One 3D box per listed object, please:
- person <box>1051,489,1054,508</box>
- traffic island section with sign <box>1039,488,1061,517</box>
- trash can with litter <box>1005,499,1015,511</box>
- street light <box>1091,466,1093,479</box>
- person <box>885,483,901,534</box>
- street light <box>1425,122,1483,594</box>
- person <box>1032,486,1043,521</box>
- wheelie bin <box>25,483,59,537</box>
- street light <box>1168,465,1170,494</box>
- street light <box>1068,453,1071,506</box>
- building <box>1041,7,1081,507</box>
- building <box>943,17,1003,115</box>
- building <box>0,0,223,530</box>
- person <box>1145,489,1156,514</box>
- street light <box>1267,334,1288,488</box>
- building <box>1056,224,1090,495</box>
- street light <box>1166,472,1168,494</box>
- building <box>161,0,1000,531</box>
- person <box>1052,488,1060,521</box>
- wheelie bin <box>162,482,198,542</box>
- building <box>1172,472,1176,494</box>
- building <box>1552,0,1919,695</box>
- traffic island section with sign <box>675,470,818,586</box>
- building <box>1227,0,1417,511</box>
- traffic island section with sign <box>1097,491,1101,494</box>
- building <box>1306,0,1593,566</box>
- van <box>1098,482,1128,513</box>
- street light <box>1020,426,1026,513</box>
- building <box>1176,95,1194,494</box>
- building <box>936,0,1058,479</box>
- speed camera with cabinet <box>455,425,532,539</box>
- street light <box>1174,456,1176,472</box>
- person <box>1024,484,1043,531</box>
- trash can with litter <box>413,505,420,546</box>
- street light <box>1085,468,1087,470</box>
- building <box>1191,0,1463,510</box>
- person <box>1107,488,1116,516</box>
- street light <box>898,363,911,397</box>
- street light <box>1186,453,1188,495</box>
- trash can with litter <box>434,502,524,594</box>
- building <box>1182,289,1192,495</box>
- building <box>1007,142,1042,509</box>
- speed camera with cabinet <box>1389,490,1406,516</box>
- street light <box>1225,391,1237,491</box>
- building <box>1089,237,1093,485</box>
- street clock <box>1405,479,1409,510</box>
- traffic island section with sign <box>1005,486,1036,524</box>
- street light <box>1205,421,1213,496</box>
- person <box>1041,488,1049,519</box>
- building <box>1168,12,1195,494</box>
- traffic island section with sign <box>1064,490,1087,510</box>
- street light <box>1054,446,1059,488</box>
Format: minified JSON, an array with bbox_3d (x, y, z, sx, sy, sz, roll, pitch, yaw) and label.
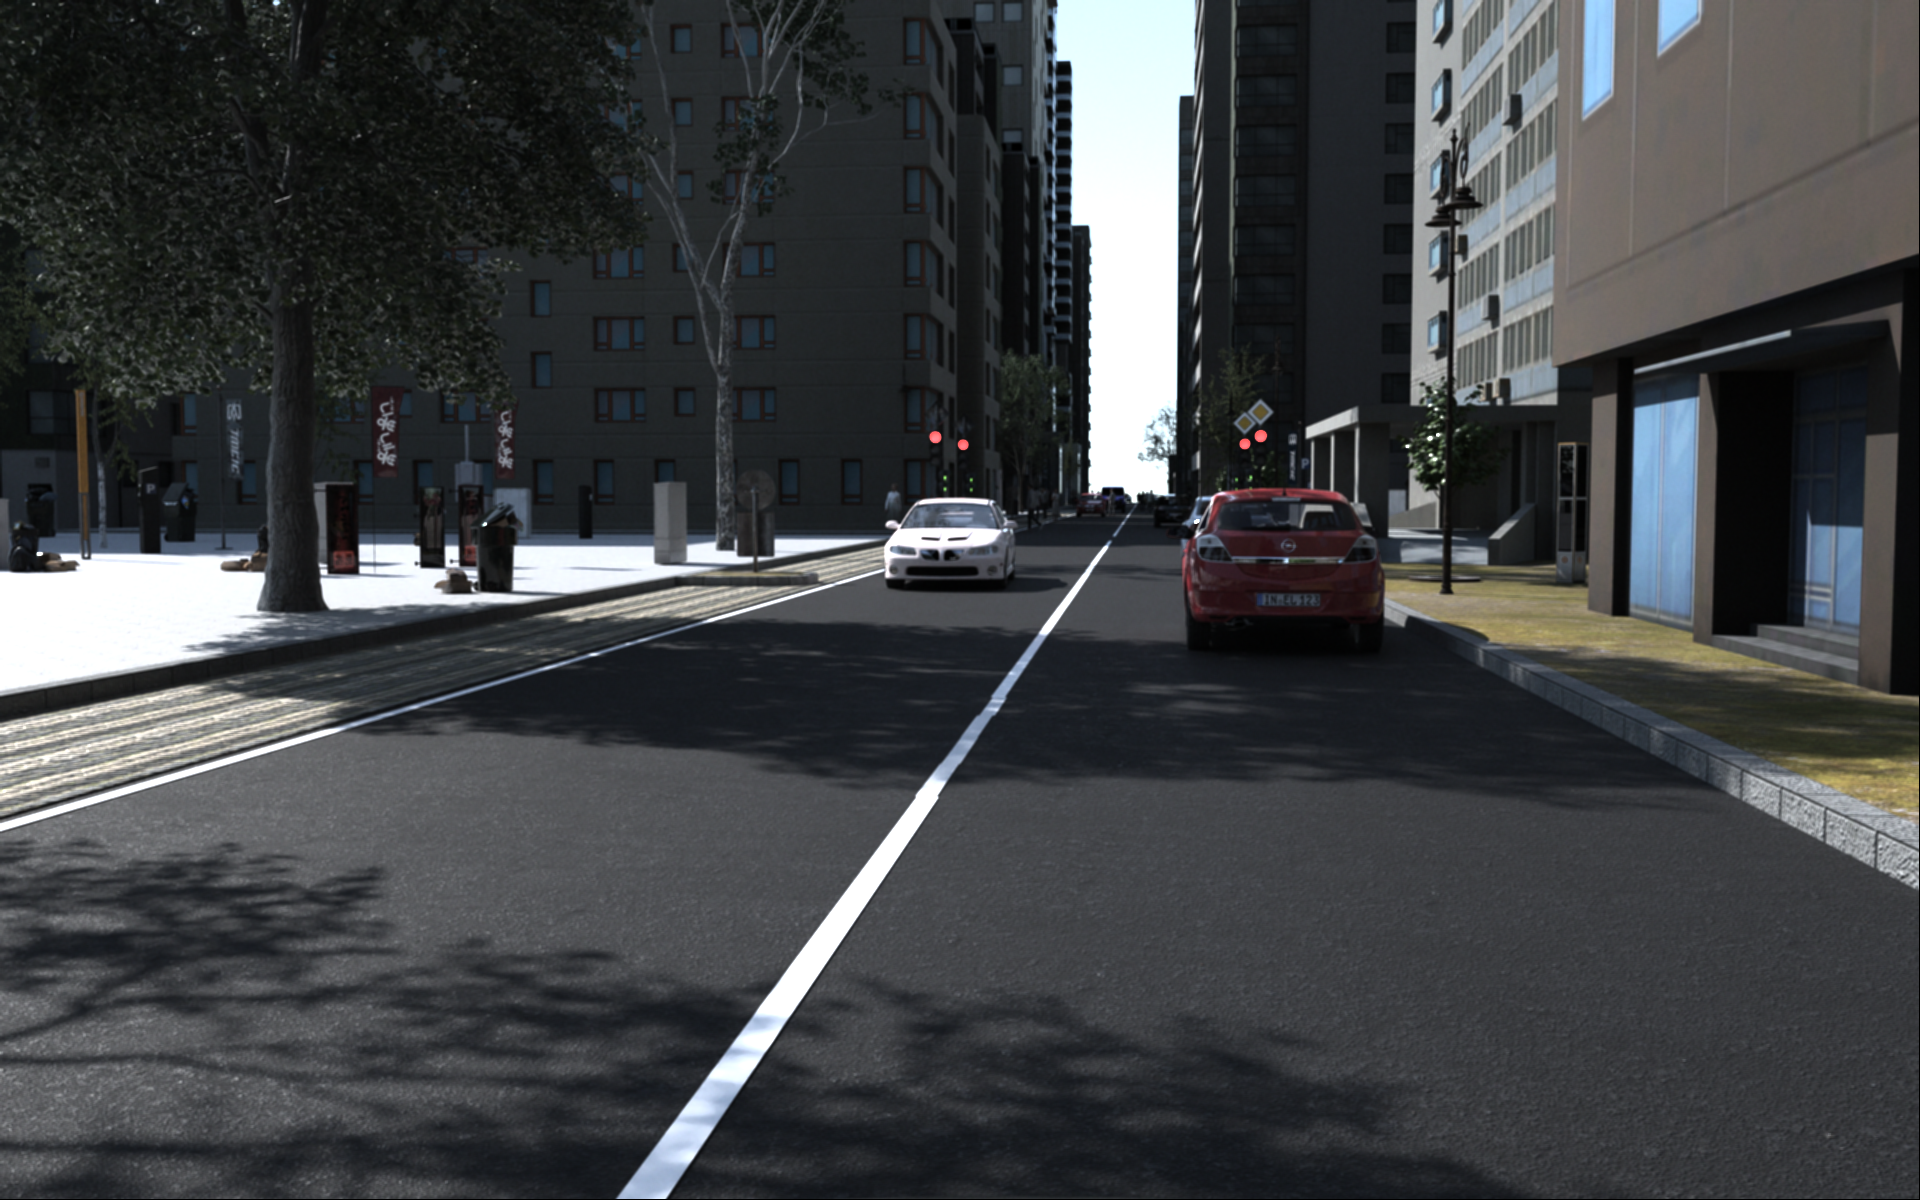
[{"bbox_3d":[8.401,-9.238,158.015,0.436,1.711,0.756,-1,4,-12],"label":"person"},{"bbox_3d":[5.389,-6.185,109.749,1.989,1.847,2.006,0,4,6],"label":"traffic island section with sign"},{"bbox_3d":[4.181,-7.134,127.696,2.233,1.210,1.678,-3,4,-36],"label":"trash can with litter"},{"bbox_3d":[20.962,-18.454,274.502,0.468,5.910,1.993,0,4,6],"label":"street light"},{"bbox_3d":[-2.197,-3.014,58.010,0.478,1.798,0.641,2,4,27],"label":"person"},{"bbox_3d":[6.249,-3.014,22.073,0.468,5.910,1.993,0,4,6],"label":"street light"},{"bbox_3d":[3.766,-4.726,85.624,0.661,1.843,0.795,0,4,5],"label":"person"},{"bbox_3d":[-27.291,-2.663,51.450,0.980,1.594,0.693,-1,4,-11],"label":"wheelie bin"},{"bbox_3d":[28.973,-16.130,236.513,0.468,5.910,1.993,0,4,6],"label":"street light"},{"bbox_3d":[12.154,-13.401,191.896,0.468,5.910,1.993,0,4,6],"label":"street light"},{"bbox_3d":[5.461,-56.305,233.258,22.319,86.520,31.000,0,4,6],"label":"building"},{"bbox_3d":[-4.935,-20.491,106.726,14.160,30.474,14.107,0,4,6],"label":"building"},{"bbox_3d":[-38.572,-18.192,69.139,14.107,30.474,14.160,0,4,6],"label":"building"},{"bbox_3d":[13.802,-7.087,124.854,0.782,1.767,0.515,2,4,33],"label":"person"},{"bbox_3d":[9.152,-4.727,50.075,0.468,5.910,1.993,0,4,6],"label":"street light"},{"bbox_3d":[11.961,-35.045,256.580,14.154,41.232,14.086,0,4,6],"label":"building"},{"bbox_3d":[34.876,-19.535,292.182,0.468,5.910,1.993,0,4,6],"label":"street light"},{"bbox_3d":[-13.250,-14.072,75.121,27.650,21.520,28.899,0,4,6],"label":"building"},{"bbox_3d":[5.045,-4.992,90.690,0.480,1.755,0.524,-2,4,-32],"label":"person"},{"bbox_3d":[-21.015,-2.371,46.666,0.980,1.594,0.693,2,4,26],"label":"wheelie bin"},{"bbox_3d":[34.878,-46.396,196.834,20.563,71.187,20.611,0,4,6],"label":"building"},{"bbox_3d":[12.764,-22.040,10.472,14.600,45.320,14.200,0,4,6],"label":"building"},{"bbox_3d":[-3.329,-1.164,27.658,1.989,1.847,2.006,0,4,6],"label":"traffic island section with sign"},{"bbox_3d":[21.799,-19.780,95.100,14.160,30.474,14.107,0,4,6],"label":"building"},{"bbox_3d":[22.238,-15.888,268.390,1.989,1.847,2.006,0,4,6],"label":"traffic island section with sign"},{"bbox_3d":[24.384,-21.083,36.596,32.217,40.220,23.993,0,4,6],"label":"building"},{"bbox_3d":[11.617,-7.774,131.485,2.240,2.365,5.245,0,4,6],"label":"van"},{"bbox_3d":[4.177,-8.781,116.362,0.468,5.910,1.993,0,4,6],"label":"street light"},{"bbox_3d":[29.662,-30.386,180.403,14.154,41.232,14.086,0,4,6],"label":"building"},{"bbox_3d":[-5.735,-35.138,163.741,28.713,52.752,27.495,0,4,6],"label":"building"},{"bbox_3d":[-13.422,-3.394,49.833,2.038,3.252,0.660,0,4,-5],"label":"speed camera with cabinet"},{"bbox_3d":[26.053,-14.478,209.505,0.468,5.910,1.993,0,4,6],"label":"street light"},{"bbox_3d":[2.873,-3.633,67.748,0.795,1.843,0.661,0,4,4],"label":"person"},{"bbox_3d":[-13.263,-1.948,43.245,0.624,1.170,1.055,0,4,-1],"label":"trash can with litter"},{"bbox_3d":[17.963,-16.766,246.903,0.468,5.910,1.993,0,4,6],"label":"street light"},{"bbox_3d":[27.191,-30.350,119.928,21.300,48.544,21.600,0,4,6],"label":"building"},{"bbox_3d":[9.902,-6.411,113.527,0.583,1.804,0.606,2,4,30],"label":"person"},{"bbox_3d":[-1.833,-5.364,60.485,0.468,5.910,1.993,0,4,6],"label":"street light"},{"bbox_3d":[20.239,-11.069,153.770,0.468,5.910,1.993,0,4,6],"label":"street light"},{"bbox_3d":[-6.268,-0.685,22.581,1.055,1.170,0.624,-3,5,-41],"label":"trash can with litter"},{"bbox_3d":[34.718,-19.196,158.897,27.650,21.520,28.899,0,4,6],"label":"building"},{"bbox_3d":[-0.670,-22.690,142.678,14.160,30.474,14.107,0,4,6],"label":"building"},{"bbox_3d":[16.554,-4.530,68.401,2.038,3.252,0.660,1,4,8],"label":"speed camera with cabinet"},{"bbox_3d":[12.132,-6.415,77.673,0.468,5.910,1.993,0,4,6],"label":"street light"},{"bbox_3d":[9.933,-38.142,278.243,22.147,44.769,28.867,0,4,6],"label":"building"},{"bbox_3d":[21.217,-4.715,81.659,0.471,2.002,0.358,1,4,15],"label":"street clock"},{"bbox_3d":[2.543,-4.545,82.944,1.989,1.847,2.006,0,4,6],"label":"traffic island section with sign"},{"bbox_3d":[15.084,-8.103,105.277,0.468,5.910,1.993,0,4,6],"label":"street light"},{"bbox_3d":[4.861,-5.583,99.956,0.473,1.802,0.592,0,4,-6],"label":"person"},{"bbox_3d":[44.510,-58.756,273.337,22.319,86.520,31.000,0,4,6],"label":"building"},{"bbox_3d":[10.509,-9.134,157.969,1.989,1.847,2.006,0,4,6],"label":"traffic island section with sign"},{"bbox_3d":[9.196,-11.713,164.293,0.468,5.910,1.993,0,4,6],"label":"street light"}]
